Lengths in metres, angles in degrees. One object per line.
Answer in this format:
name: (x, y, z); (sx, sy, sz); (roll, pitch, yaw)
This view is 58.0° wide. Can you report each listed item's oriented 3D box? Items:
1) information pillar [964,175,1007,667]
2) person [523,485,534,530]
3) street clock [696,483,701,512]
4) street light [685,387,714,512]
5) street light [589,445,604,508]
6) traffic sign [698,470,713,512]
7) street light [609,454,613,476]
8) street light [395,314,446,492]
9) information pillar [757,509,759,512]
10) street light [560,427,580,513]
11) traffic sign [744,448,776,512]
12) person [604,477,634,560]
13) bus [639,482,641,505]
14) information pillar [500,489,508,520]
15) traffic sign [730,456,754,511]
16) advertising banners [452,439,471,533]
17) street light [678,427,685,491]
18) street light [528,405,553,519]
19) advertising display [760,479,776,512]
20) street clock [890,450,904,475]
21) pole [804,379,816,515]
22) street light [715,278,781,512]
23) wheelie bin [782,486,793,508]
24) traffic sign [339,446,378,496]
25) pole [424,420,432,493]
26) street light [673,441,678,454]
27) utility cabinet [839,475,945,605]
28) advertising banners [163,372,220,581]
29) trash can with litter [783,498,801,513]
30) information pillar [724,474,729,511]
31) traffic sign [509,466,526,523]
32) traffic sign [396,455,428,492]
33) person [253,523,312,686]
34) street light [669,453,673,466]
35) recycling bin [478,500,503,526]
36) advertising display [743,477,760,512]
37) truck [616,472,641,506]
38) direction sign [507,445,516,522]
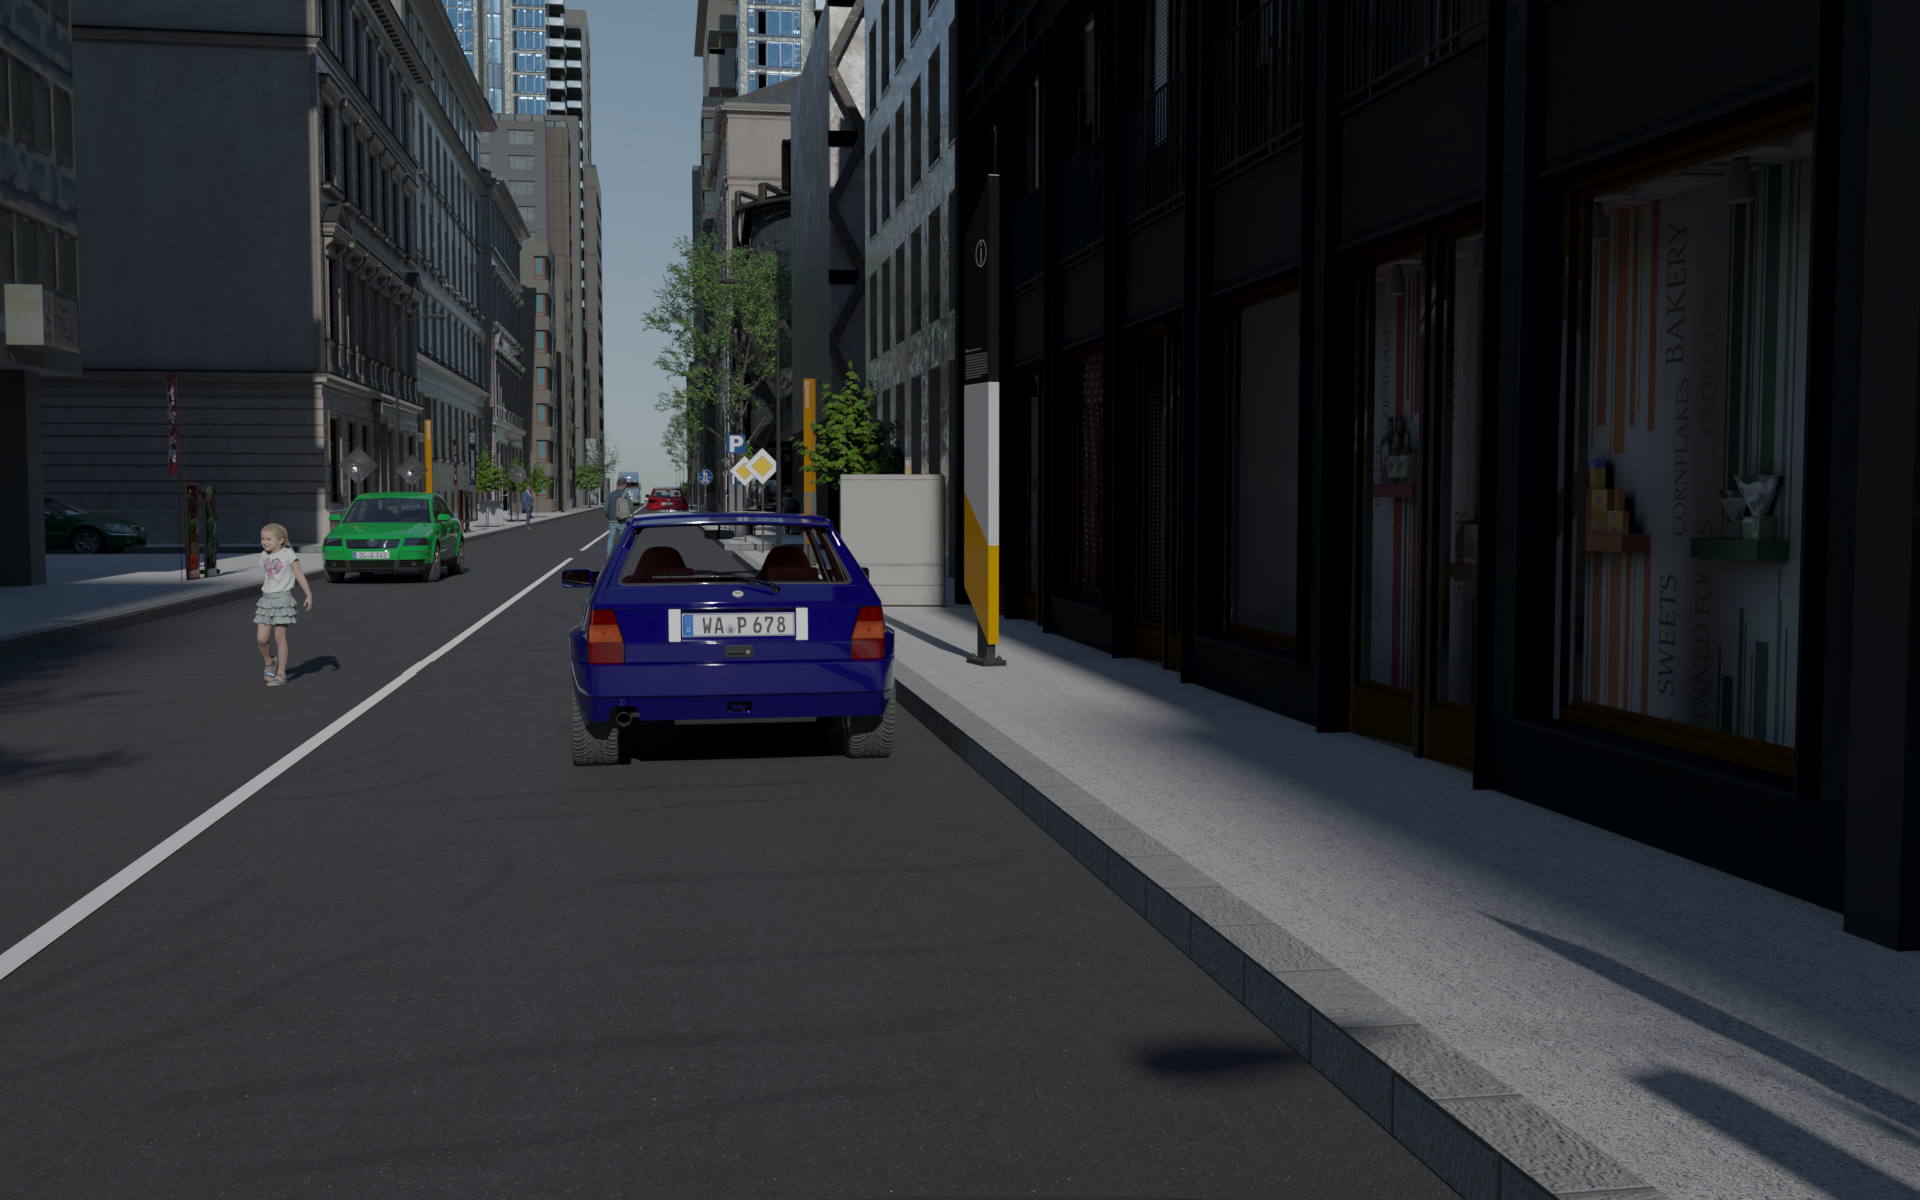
information pillar: (0.167, -1.324, 13.007); (0.183, 3.616, 0.504); (-1, 4, -22)
person: (-17.453, -3.749, 69.983); (0.419, 1.800, 0.721); (0, 3, 0)
street clock: (-16.928, -6.568, 111.960); (0.358, 2.002, 0.471); (0, 4, -3)
street light: (-11.006, -6.270, 75.048); (1.470, 5.913, 1.316); (-1, 4, -10)
street light: (-34.710, -11.761, 164.831); (1.470, 5.913, 1.316); (-1, 4, -10)
traffic sign: (-13.240, -5.505, 90.109); (0.768, 2.556, 0.104); (0, 4, -1)
street light: (-41.050, -14.003, 201.490); (1.470, 5.913, 1.316); (-1, 4, -10)
street light: (-13.996, -4.422, 44.845); (1.470, 5.913, 1.316); (-1, 4, -10)
information pillar: (-9.071, -4.401, 76.445); (0.304, 2.012, 0.304); (3, 5, 39)
street light: (-27.051, -9.027, 120.127); (1.470, 5.913, 1.316); (-1, 4, -10)
traffic sign: (-4.309, -2.090, 37.816); (0.795, 2.450, 0.064); (-1, 4, -10)
person: (-7.170, -1.685, 36.397); (0.623, 1.781, 0.721); (-1, 4, -8)
bus: (-44.528, -14.639, 234.204); (2.948, 3.499, 13.247); (-1, 4, -10)
information pillar: (-22.162, -4.875, 84.198); (0.304, 2.012, 0.304); (-2, 4, -32)
traffic sign: (-5.670, -2.571, 45.685); (0.795, 2.450, 0.064); (-1, 4, -10)
advertising banners: (-16.225, -3.678, 56.322); (0.090, 3.025, 2.074); (0, 4, -2)
street light: (-18.435, -8.969, 119.191); (1.470, 5.913, 1.316); (-1, 4, -10)
street light: (-21.812, -7.183, 89.981); (1.470, 5.913, 1.316); (-1, 4, -10)
advertising display: (-8.318, -4.279, 75.178); (0.974, 1.923, 0.123); (-1, 4, -21)
street clock: (-1.065, -1.365, 26.882); (0.358, 2.002, 0.471); (2, 4, 25)
pole: (-2.662, -2.256, 30.721); (0.158, 3.312, 0.155); (0, 3, 0)
street light: (-4.478, -3.972, 37.478); (1.470, 5.913, 1.316); (-1, 4, -10)
wheelie bin: (-6.700, -3.771, 69.565); (0.980, 1.594, 0.693); (1, 4, 16)
traffic sign: (-12.634, -2.004, 36.402); (0.795, 2.450, 0.064); (-1, 4, -10)
pole: (-14.663, -3.299, 47.786); (0.158, 3.312, 0.155); (0, 3, 0)
street light: (-23.949, -10.900, 150.753); (1.470, 5.913, 1.316); (-1, 4, -10)
utility cabinet: (-0.761, -0.680, 19.790); (1.173, 1.500, 0.318); (0, 4, 2)
advertising banners: (-11.478, -1.815, 25.864); (0.090, 3.025, 2.074); (0, 4, -5)
trash can with litter: (-5.194, -2.636, 54.493); (0.624, 1.170, 1.055); (-1, 4, -21)
information pillar: (-8.444, -3.601, 63.366); (0.304, 2.012, 0.304); (-1, 4, -17)
traffic sign: (-19.928, -4.765, 78.014); (0.768, 2.556, 0.104); (0, 4, -6)
traffic sign: (-13.995, -2.485, 44.271); (0.795, 2.450, 0.064); (-1, 4, -10)
person: (-5.095, 0.026, 13.093); (0.505, 1.210, 0.382); (1, 4, 12)
street light: (-31.639, -13.597, 194.851); (1.470, 5.913, 1.316); (-1, 4, -10)
recycling bin: (-18.719, -3.454, 69.022); (0.722, 1.027, 0.722); (3, 4, 37)
advertising display: (-6.503, -2.957, 53.556); (0.123, 1.923, 0.974); (1, 4, 14)
truck: (-40.846, -13.707, 213.861); (2.967, 4.110, 18.799); (-1, 4, -10)
direction sign: (-20.626, -5.354, 79.527); (0.379, 3.537, 0.876); (-1, 4, -17)
